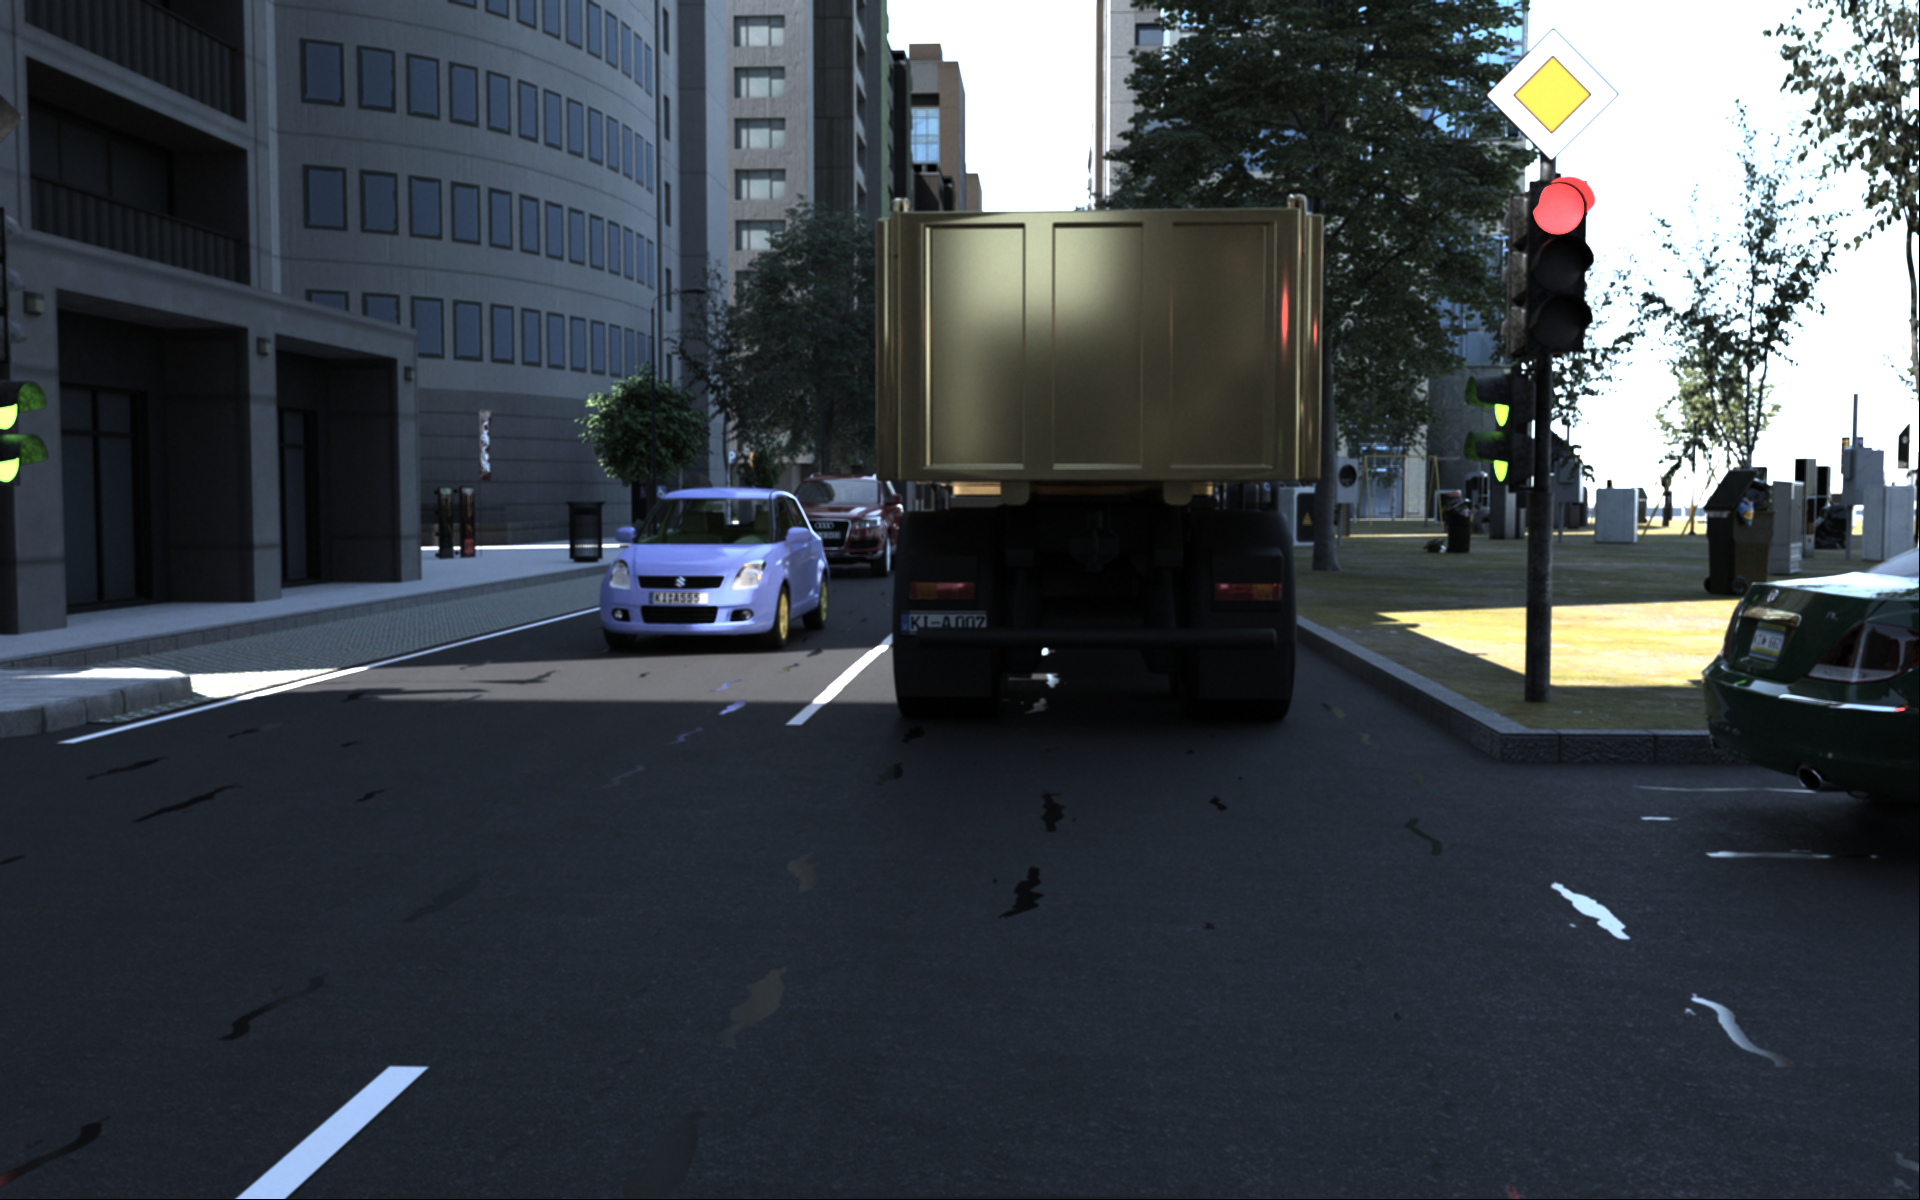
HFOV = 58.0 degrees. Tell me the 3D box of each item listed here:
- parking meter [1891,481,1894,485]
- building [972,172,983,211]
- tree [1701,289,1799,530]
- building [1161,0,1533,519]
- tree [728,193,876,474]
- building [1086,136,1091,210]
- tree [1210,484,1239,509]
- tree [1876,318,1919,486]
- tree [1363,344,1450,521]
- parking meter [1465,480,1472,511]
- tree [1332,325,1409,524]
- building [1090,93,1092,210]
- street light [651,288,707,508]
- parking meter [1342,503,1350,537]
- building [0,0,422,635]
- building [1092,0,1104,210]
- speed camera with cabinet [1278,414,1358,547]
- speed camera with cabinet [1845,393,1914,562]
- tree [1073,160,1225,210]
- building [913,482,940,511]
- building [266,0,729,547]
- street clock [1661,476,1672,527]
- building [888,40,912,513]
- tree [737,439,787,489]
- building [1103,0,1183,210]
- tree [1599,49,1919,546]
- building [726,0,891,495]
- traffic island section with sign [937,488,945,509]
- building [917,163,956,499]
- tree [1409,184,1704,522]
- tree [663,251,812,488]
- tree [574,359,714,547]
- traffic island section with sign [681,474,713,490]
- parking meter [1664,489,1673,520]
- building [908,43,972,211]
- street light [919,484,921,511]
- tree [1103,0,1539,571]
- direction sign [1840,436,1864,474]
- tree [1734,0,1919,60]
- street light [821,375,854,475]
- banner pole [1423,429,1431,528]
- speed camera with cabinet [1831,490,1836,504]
[{"bbox_3d":[37.978,-3.948,70.269,0.255,1.863,0.399,-1,4,-11],"label":"parking meter"},{"bbox_3d":[-4.075,-35.794,235.339,14.600,45.320,14.200,0,4,3],"label":"building"},{"bbox_3d":[26.885,-6.811,61.724,4.737,8.622,4.395,0,3,0],"label":"tree"},{"bbox_3d":[20.717,-48.225,101.144,22.319,86.520,31.000,0,4,3],"label":"building"},{"bbox_3d":[-5.823,-10.302,75.091,9.857,13.997,8.962,0,3,0],"label":"tree"},{"bbox_3d":[26.270,-33.893,208.777,22.147,44.769,28.867,0,4,3],"label":"building"},{"bbox_3d":[5.648,-3.341,38.339,4.285,4.588,4.351,0,3,0],"label":"tree"},{"bbox_3d":[29.374,-6.125,50.508,4.737,8.622,4.395,0,3,0],"label":"tree"},{"bbox_3d":[20.930,-8.083,82.516,4.360,8.622,3.978,0,3,0],"label":"tree"},{"bbox_3d":[20.862,-3.997,71.060,0.255,1.863,0.399,1,4,12],"label":"parking meter"},{"bbox_3d":[17.044,-7.579,74.286,4.737,8.622,4.395,0,3,0],"label":"tree"},{"bbox_3d":[24.625,-34.210,183.030,21.300,48.544,21.600,0,4,3],"label":"building"},{"bbox_3d":[-6.407,-4.081,39.258,1.470,5.913,1.316,0,4,3],"label":"street light"},{"bbox_3d":[11.615,-2.846,52.239,0.255,1.863,0.399,1,4,23],"label":"parking meter"},{"bbox_3d":[-18.478,-35.566,19.757,20.563,71.187,20.611,0,4,3],"label":"building"},{"bbox_3d":[18.737,-30.799,153.679,14.600,45.320,14.200,0,4,3],"label":"building"},{"bbox_3d":[8.736,-2.927,42.190,2.038,3.252,0.660,-2,4,-28],"label":"speed camera with cabinet"},{"bbox_3d":[17.656,-2.384,33.306,0.660,3.252,2.038,0,4,6],"label":"speed camera with cabinet"},{"bbox_3d":[7.363,-9.632,64.133,9.857,13.997,8.962,0,3,0],"label":"tree"},{"bbox_3d":[-16.057,-17.429,130.003,27.650,21.520,28.899,0,4,3],"label":"building"},{"bbox_3d":[-20.239,-31.232,52.637,21.231,58.520,28.212,0,4,3],"label":"building"},{"bbox_3d":[27.874,-3.902,68.361,0.471,2.002,0.358,-3,4,-38],"label":"street clock"},{"bbox_3d":[-10.503,-20.565,107.936,14.160,30.474,14.107,0,4,3],"label":"building"},{"bbox_3d":[-6.934,-3.998,59.961,1.663,3.219,1.824,0,3,0],"label":"tree"},{"bbox_3d":[21.418,-36.058,131.555,21.231,58.520,28.212,0,4,3],"label":"building"},{"bbox_3d":[14.193,-4.961,31.468,4.360,8.622,3.978,0,3,0],"label":"tree"},{"bbox_3d":[-11.421,-25.075,93.566,14.154,41.232,14.086,0,4,3],"label":"building"},{"bbox_3d":[-1.124,-6.153,109.232,1.989,1.847,2.006,0,4,3],"label":"traffic island section with sign"},{"bbox_3d":[-7.773,-23.217,151.293,14.160,30.474,14.107,0,4,3],"label":"building"},{"bbox_3d":[14.129,-5.562,41.293,4.737,8.622,4.395,0,3,0],"label":"tree"},{"bbox_3d":[-6.932,-6.300,53.363,4.360,8.622,3.978,0,3,0],"label":"tree"},{"bbox_3d":[-7.703,-3.580,42.253,4.285,4.588,4.351,0,3,0],"label":"tree"},{"bbox_3d":[-5.196,-1.550,33.963,1.989,1.847,2.006,0,4,3],"label":"traffic island section with sign"},{"bbox_3d":[34.614,-4.661,84.620,0.372,1.533,0.369,0,3,0],"label":"parking meter"},{"bbox_3d":[-6.631,-32.215,176.821,14.600,45.320,14.200,0,4,3],"label":"building"},{"bbox_3d":[-2.138,-8.756,115.697,1.470,5.913,1.316,0,4,3],"label":"street light"},{"bbox_3d":[5.903,-6.753,28.536,7.486,12.596,7.792,0,3,0],"label":"tree"},{"bbox_3d":[35.063,-4.656,68.130,0.379,3.537,0.876,-3,4,-38],"label":"direction sign"},{"bbox_3d":[9.261,-4.015,16.002,4.360,8.622,3.978,0,3,0],"label":"tree"},{"bbox_3d":[-4.828,-5.805,67.450,1.470,5.913,1.316,0,4,3],"label":"street light"},{"bbox_3d":[17.884,-4.661,66.220,0.401,3.779,0.863,0,4,7],"label":"banner pole"},{"bbox_3d":[34.109,-4.375,65.863,2.038,3.252,0.660,2,4,33],"label":"speed camera with cabinet"}]
